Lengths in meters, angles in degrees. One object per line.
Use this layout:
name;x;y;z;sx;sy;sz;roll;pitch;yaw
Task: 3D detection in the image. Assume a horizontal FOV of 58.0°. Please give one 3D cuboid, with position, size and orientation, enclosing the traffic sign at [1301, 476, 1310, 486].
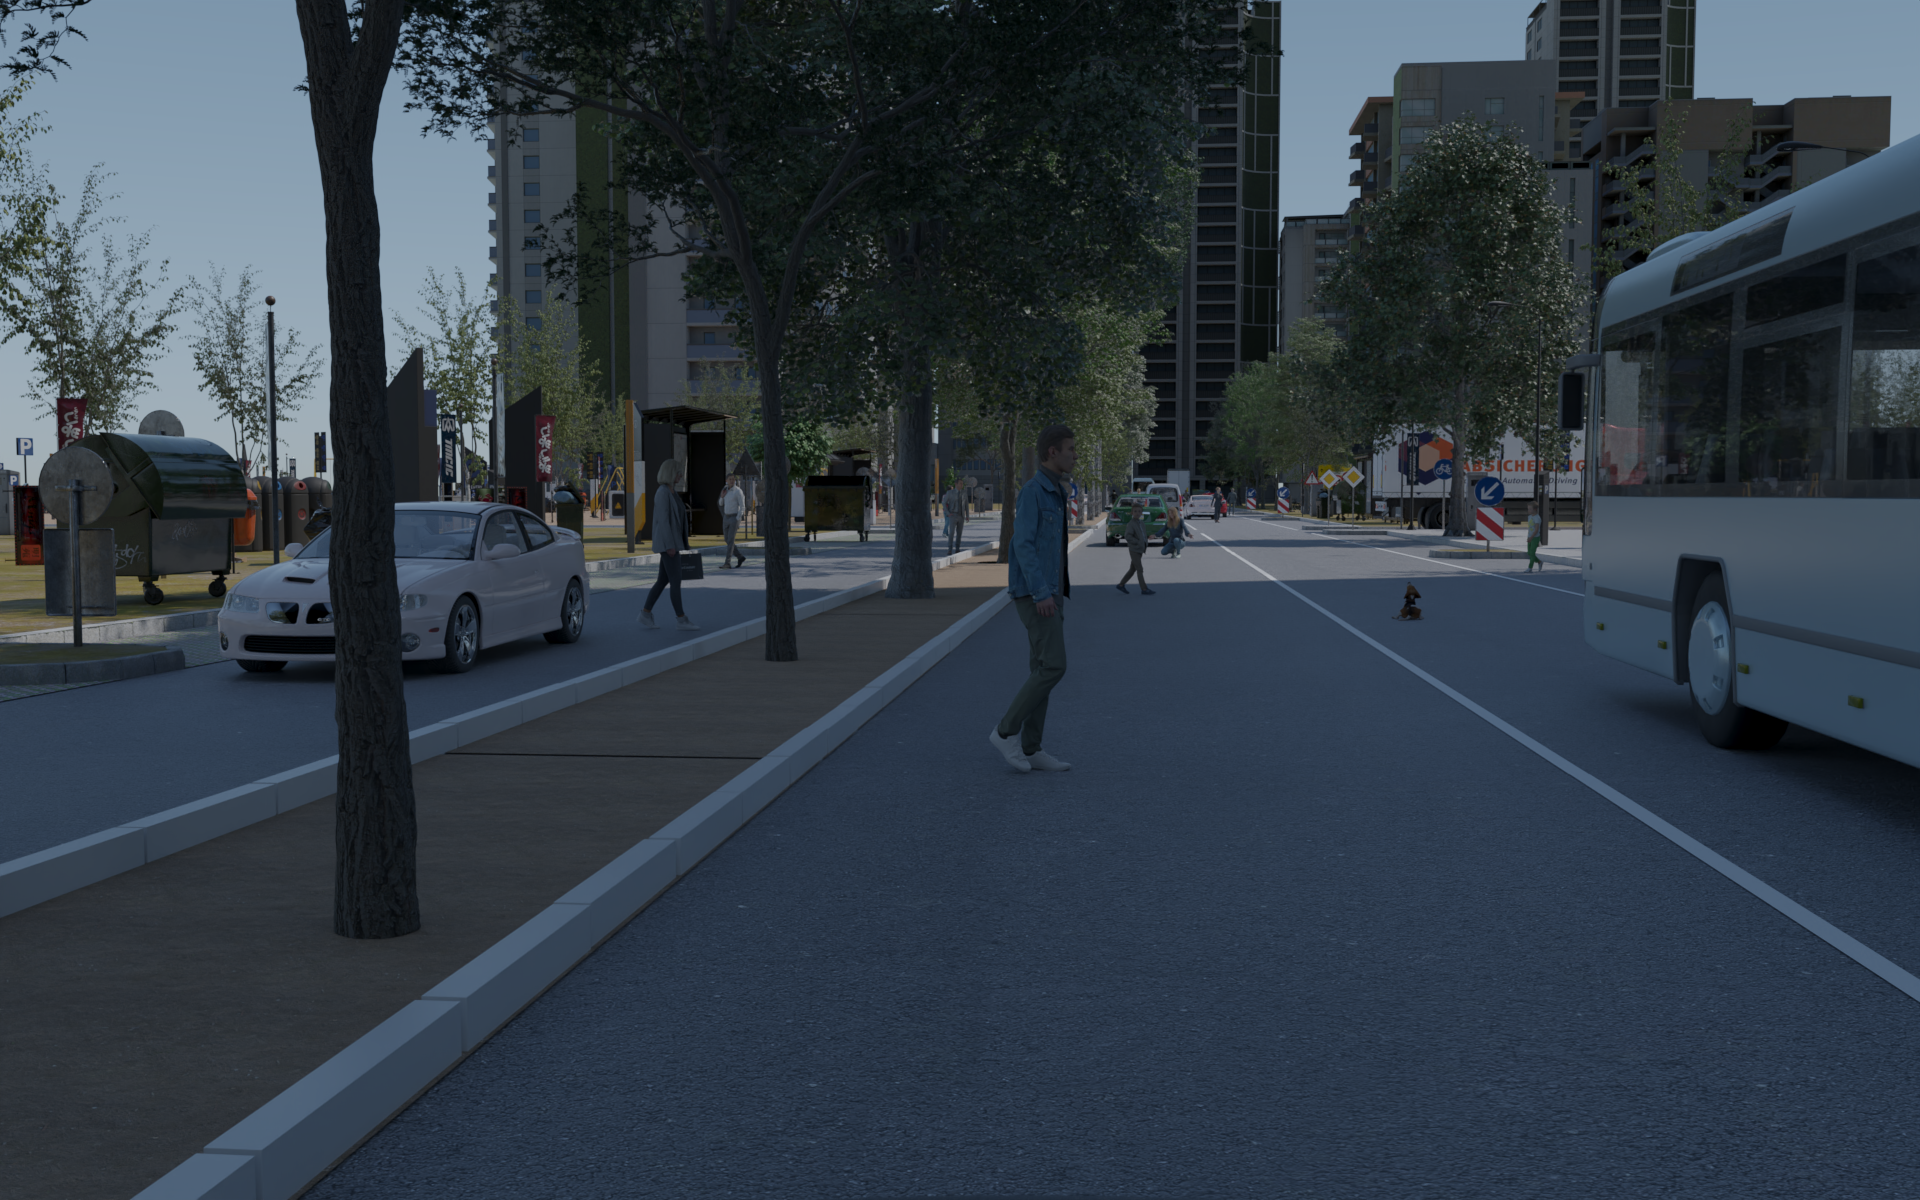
traffic sign;23.802;-7.266;118.904;0.768;2.556;0.104;1;4;8

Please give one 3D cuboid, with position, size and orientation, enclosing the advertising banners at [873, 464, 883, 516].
advertising banners;-4.790;-6.289;99.009;0.090;3.025;2.074;1;4;18

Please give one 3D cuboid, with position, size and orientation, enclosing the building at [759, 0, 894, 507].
building;-18.617;-37.911;161.844;21.231;58.520;28.212;0;4;6

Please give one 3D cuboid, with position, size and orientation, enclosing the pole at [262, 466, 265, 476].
pole;-51.294;-8.185;127.674;0.158;3.312;0.155;0;3;0

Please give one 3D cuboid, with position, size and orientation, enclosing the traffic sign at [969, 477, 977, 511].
traffic sign;0.914;-7.907;129.386;0.768;2.556;0.104;0;4;7

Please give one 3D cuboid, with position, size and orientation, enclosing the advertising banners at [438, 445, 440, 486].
advertising banners;-18.987;-3.984;61.333;2.074;3.025;0.090;3;5;39

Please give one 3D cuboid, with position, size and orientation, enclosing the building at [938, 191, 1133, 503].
building;11.184;-43.479;252.881;28.212;58.520;21.231;0;4;6

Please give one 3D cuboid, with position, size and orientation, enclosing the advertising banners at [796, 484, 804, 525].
advertising banners;-6.176;-4.689;72.847;2.074;3.025;0.090;-3;5;-41

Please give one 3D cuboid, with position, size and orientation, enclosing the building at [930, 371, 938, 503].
building;-16.080;-41.036;260.173;27.495;52.752;28.713;0;4;6

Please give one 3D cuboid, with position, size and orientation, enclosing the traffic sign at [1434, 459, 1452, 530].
traffic sign;17.367;-3.795;62.147;0.768;2.556;0.104;0;4;7

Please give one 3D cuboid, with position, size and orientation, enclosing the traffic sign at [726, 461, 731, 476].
traffic sign;-8.769;-3.873;63.437;0.768;2.556;0.104;1;4;11

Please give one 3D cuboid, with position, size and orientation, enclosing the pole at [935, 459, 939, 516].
pole;-1.334;-6.493;100.009;0.158;3.312;0.155;0;3;0

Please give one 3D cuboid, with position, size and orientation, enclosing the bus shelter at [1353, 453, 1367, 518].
bus shelter;22.084;-6.969;91.569;2.179;5.291;8.768;0;4;6

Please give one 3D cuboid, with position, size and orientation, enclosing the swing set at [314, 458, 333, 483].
swing set;-26.706;-4.803;76.152;3.119;2.851;2.862;-1;4;-17

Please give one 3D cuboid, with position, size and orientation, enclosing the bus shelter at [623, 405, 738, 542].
bus shelter;-7.798;-3.525;48.910;1.731;3.624;6.357;0;4;6

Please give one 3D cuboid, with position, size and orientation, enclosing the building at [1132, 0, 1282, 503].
building;35.433;-49.629;249.680;20.611;71.187;20.563;0;4;6

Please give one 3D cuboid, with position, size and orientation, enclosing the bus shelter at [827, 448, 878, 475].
bus shelter;-5.622;-6.122;91.374;1.731;3.624;6.357;0;4;6

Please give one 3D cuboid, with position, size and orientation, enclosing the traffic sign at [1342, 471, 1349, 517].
traffic sign;21.642;-5.895;96.483;0.768;2.556;0.104;1;4;16

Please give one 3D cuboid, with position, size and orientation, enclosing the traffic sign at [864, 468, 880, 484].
traffic sign;-3.887;-4.544;75.487;0.795;2.450;0.064;1;4;12

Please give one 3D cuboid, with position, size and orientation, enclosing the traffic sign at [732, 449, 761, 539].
traffic sign;-6.126;-3.033;49.596;0.884;2.594;0.081;1;4;13

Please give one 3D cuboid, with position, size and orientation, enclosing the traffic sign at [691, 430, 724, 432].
traffic sign;-8.595;-3.751;55.204;2.265;3.308;0.079;1;4;10

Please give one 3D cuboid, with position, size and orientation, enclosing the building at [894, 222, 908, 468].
building;-15.053;-46.531;199.038;20.611;71.187;20.563;0;4;6

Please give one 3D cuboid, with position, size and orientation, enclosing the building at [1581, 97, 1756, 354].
building;77.961;-33.220;193.253;14.200;45.320;14.600;0;4;6

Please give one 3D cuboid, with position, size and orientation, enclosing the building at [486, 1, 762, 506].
building;-39.476;-40.410;202.700;28.212;58.520;21.231;0;4;6

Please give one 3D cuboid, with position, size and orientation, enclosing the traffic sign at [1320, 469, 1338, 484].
traffic sign;19.169;-5.507;90.042;0.884;2.594;0.081;1;4;14

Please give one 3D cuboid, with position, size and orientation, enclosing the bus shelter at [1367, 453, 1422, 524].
bus shelter;20.011;-6.101;77.379;2.179;5.291;8.768;0;4;6

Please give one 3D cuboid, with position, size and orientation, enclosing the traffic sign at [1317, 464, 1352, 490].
traffic sign;25.071;-7.464;115.904;2.265;3.308;0.079;1;4;9

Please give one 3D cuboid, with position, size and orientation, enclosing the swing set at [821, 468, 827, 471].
swing set;-8.405;-6.606;105.620;2.862;2.851;3.119;0;4;3

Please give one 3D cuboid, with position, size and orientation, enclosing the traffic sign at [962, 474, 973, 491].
traffic sign;0.421;-6.844;111.906;0.884;2.594;0.081;0;4;7

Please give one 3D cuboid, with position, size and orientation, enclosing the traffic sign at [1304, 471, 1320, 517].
traffic sign;19.379;-5.833;95.370;0.884;2.594;0.081;1;4;12

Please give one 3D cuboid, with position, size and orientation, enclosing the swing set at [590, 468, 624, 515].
swing set;-20.102;-6.471;103.429;2.862;2.851;3.119;0;4;2

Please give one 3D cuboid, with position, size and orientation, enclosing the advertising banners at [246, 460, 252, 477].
advertising banners;-36.633;-5.626;88.168;0.090;3.025;2.074;1;4;12

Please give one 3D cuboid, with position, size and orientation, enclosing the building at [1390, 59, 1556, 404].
building;48.515;-29.591;167.399;14.154;41.232;14.086;0;4;6

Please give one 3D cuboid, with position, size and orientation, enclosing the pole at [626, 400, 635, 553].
pole;-7.165;-2.679;37.642;0.158;3.312;0.155;0;3;0

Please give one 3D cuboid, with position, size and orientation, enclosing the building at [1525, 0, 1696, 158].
building;91.893;-49.310;244.473;20.611;71.187;20.563;0;4;6

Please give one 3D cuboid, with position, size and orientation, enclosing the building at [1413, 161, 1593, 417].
building;46.995;-23.350;153.466;14.160;30.474;14.107;0;4;6

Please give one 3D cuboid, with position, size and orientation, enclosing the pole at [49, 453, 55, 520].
pole;-45.434;-5.678;86.683;0.158;3.312;0.155;0;3;0

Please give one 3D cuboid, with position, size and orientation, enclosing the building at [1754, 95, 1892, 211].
building;92.133;-33.159;192.256;14.200;45.320;14.600;0;4;6

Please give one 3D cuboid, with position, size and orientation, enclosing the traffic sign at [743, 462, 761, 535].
traffic sign;-6.538;-3.200;54.454;0.606;2.300;0.079;1;4;10

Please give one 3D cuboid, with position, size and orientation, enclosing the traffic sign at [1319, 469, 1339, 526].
traffic sign;14.839;-4.039;69.675;0.795;2.450;0.064;0;4;6

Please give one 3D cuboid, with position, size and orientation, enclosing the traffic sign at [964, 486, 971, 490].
traffic sign;0.358;-7.691;125.754;0.884;2.594;0.081;1;4;15

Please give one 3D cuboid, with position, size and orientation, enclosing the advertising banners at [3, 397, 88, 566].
advertising banners;-16.738;-2.132;31.039;2.074;3.025;0.090;-2;4;-29

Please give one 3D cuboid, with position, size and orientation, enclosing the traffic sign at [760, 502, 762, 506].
traffic sign;-8.306;-4.408;72.180;0.768;2.556;0.104;1;4;12

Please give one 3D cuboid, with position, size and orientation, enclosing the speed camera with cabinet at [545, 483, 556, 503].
speed camera with cabinet;-32.694;-8.736;137.170;2.038;3.252;0.660;2;4;32

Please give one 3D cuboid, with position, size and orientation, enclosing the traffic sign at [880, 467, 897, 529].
traffic sign;-2.539;-3.659;63.464;0.795;2.450;0.064;0;4;6

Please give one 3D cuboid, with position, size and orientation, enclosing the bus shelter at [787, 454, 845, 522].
bus shelter;-6.881;-5.357;81.515;2.014;3.302;5.546;0;4;6

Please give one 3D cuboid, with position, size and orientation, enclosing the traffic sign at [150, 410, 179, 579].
traffic sign;-12.085;-1.596;26.206;0.768;2.556;0.104;1;4;9

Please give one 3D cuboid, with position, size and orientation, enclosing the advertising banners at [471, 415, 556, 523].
advertising banners;-9.714;-2.546;37.822;2.074;3.025;0.090;-3;5;-43

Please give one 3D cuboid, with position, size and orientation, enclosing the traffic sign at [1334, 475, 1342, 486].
traffic sign;25.141;-7.059;115.526;0.768;2.556;0.104;0;4;7

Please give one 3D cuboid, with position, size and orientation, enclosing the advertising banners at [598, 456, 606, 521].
advertising banners;-16.853;-5.217;81.493;0.090;3.025;2.074;0;4;-3

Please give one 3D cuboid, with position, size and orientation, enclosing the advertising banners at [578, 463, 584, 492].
advertising banners;-22.947;-6.510;102.627;0.090;3.025;2.074;2;4;27

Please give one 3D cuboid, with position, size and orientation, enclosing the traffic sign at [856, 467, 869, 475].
traffic sign;-4.591;-5.033;82.396;0.768;2.556;0.104;1;4;13

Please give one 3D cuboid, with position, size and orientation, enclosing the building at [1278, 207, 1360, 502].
building;52.728;-34.413;246.238;14.086;41.232;14.154;0;4;6

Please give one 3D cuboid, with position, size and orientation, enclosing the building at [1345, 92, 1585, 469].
building;53.957;-32.639;188.279;22.147;44.769;28.867;0;4;6

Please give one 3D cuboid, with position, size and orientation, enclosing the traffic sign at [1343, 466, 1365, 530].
traffic sign;14.015;-3.553;61.732;0.795;2.450;0.064;0;4;6

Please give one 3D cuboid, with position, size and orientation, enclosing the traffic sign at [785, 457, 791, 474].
traffic sign;-5.729;-3.338;54.675;0.768;2.556;0.104;0;4;8
